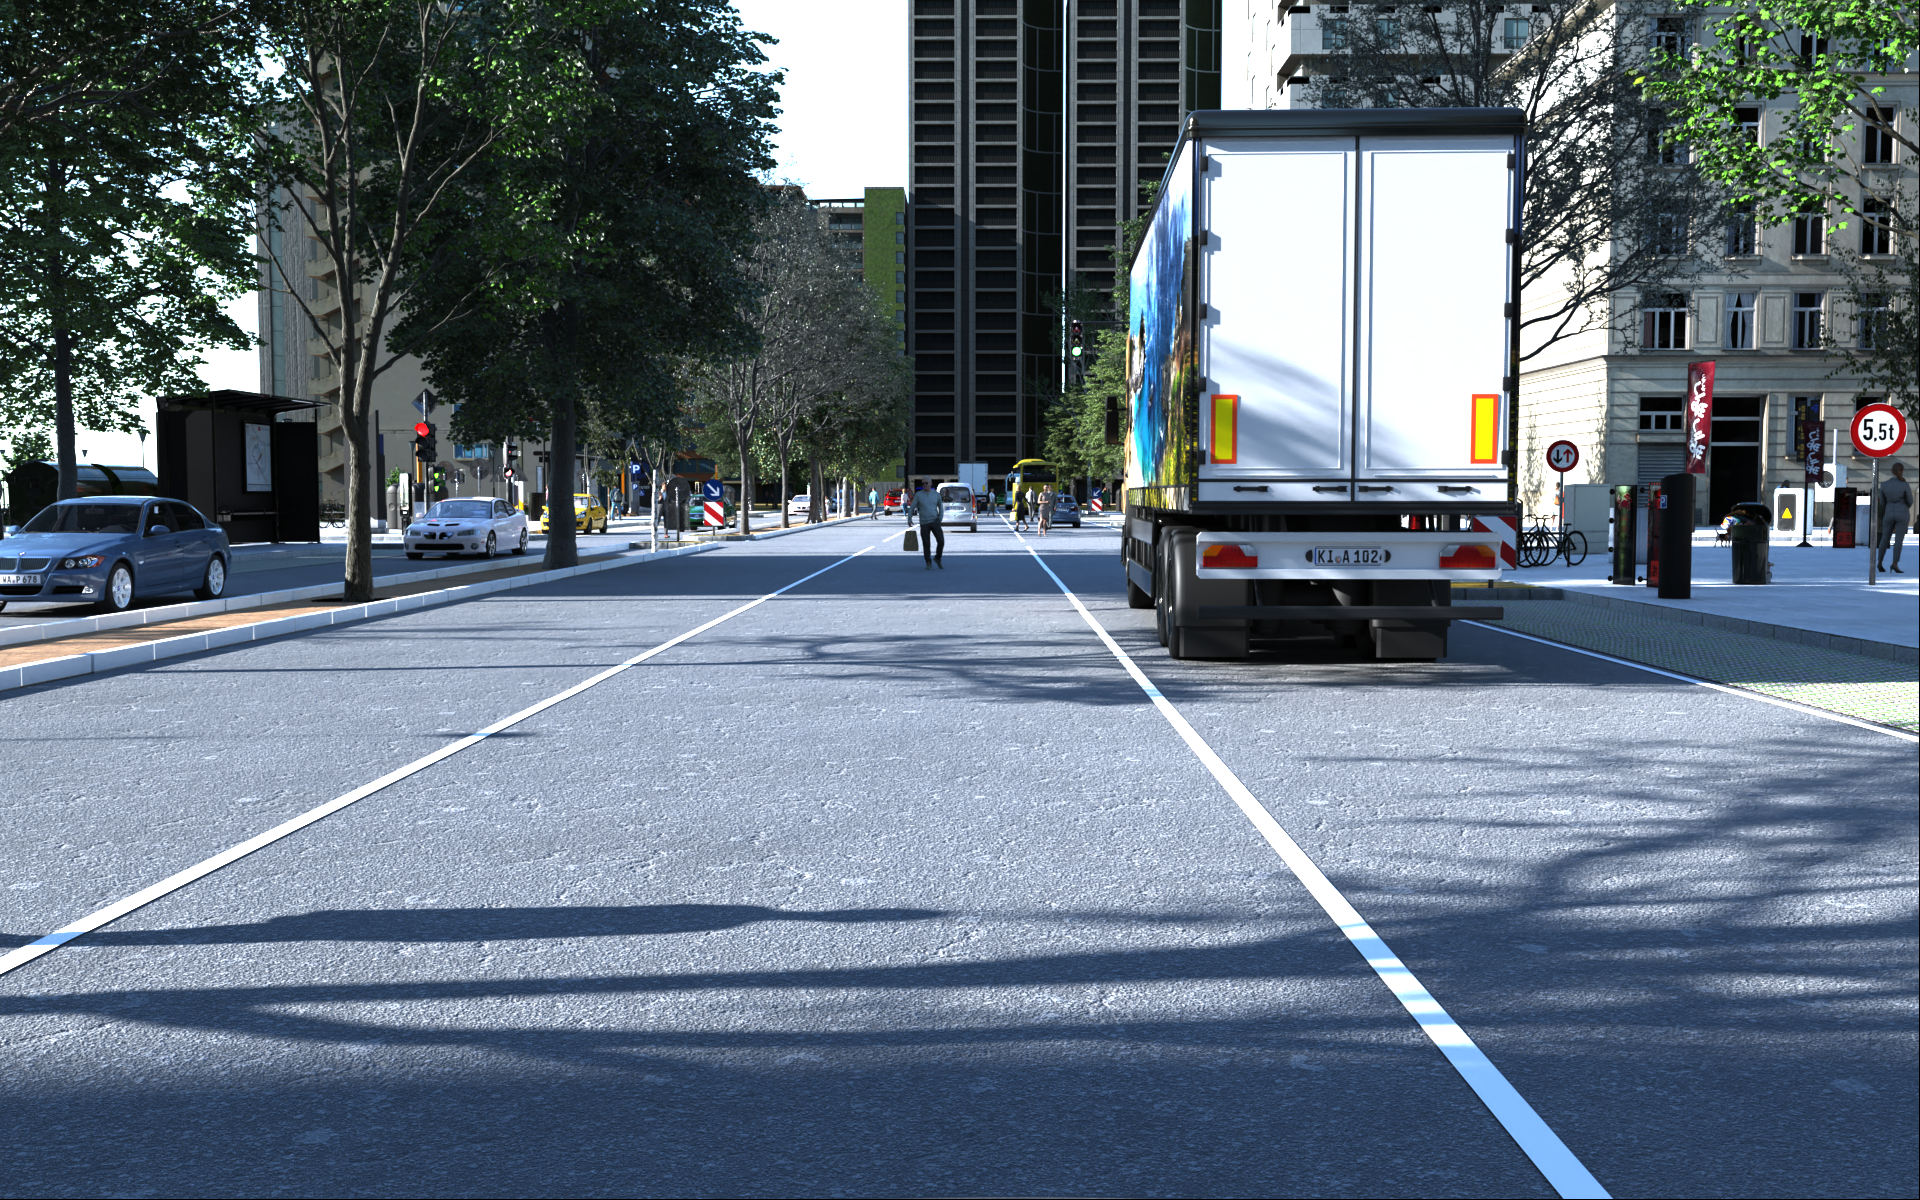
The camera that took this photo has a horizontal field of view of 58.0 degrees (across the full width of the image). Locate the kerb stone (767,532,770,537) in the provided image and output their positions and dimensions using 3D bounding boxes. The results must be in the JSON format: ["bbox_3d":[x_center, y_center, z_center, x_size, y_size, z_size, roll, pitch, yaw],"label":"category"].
[{"bbox_3d":[-6.445,-2.119,56.992,0.120,0.150,1.000,0,4,1],"label":"kerb stone"}]

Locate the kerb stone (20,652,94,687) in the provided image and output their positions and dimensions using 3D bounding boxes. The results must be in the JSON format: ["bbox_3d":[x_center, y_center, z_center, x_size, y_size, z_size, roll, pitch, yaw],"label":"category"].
[{"bbox_3d":[-7.012,0.541,13.348,0.120,0.150,1.000,0,4,1],"label":"kerb stone"}]

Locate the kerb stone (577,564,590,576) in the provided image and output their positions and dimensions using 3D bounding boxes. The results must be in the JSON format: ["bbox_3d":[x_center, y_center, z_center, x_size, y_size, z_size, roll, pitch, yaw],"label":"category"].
[{"bbox_3d":[-6.783,-0.519,30.754,0.120,0.150,1.000,0,4,1],"label":"kerb stone"}]

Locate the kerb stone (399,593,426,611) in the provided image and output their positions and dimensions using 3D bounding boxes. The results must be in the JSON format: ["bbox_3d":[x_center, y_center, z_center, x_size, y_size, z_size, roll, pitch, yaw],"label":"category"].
[{"bbox_3d":[-6.896,0.040,21.541,0.120,0.150,1.000,0,4,1],"label":"kerb stone"}]

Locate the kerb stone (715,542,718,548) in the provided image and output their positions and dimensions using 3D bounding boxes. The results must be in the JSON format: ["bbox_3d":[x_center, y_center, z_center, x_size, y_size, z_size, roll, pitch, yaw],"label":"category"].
[{"bbox_3d":[-6.578,-1.459,46.124,0.120,0.150,1.000,0,4,1],"label":"kerb stone"}]

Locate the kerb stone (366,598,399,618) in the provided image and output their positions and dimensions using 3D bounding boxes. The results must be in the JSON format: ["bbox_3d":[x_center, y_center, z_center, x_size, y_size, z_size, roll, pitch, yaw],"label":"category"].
[{"bbox_3d":[-6.910,0.103,20.519,0.120,0.150,1.000,0,4,1],"label":"kerb stone"}]

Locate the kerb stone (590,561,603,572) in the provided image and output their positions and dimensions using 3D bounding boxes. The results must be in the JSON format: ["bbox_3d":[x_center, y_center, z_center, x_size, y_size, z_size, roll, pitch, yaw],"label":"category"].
[{"bbox_3d":[-6.774,-0.586,31.779,0.120,0.150,1.000,0,4,1],"label":"kerb stone"}]

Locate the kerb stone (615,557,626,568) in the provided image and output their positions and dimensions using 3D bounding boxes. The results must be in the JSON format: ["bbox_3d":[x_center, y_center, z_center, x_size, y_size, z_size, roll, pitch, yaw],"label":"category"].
[{"bbox_3d":[-6.740,-0.711,33.826,0.120,0.150,1.000,0,4,1],"label":"kerb stone"}]

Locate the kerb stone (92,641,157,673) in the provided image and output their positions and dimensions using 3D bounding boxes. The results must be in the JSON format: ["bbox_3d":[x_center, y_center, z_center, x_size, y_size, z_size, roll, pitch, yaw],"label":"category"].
[{"bbox_3d":[-6.988,0.479,14.371,0.120,0.150,1.000,0,4,1],"label":"kerb stone"}]

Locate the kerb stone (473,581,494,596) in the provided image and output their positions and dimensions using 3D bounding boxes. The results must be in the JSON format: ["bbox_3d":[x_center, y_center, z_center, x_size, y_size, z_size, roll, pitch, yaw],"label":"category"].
[{"bbox_3d":[-6.865,-0.148,24.614,0.120,0.150,1.000,0,4,1],"label":"kerb stone"}]

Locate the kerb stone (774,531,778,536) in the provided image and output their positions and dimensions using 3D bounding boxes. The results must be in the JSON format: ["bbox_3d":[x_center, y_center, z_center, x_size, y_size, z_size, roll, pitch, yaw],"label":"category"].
[{"bbox_3d":[-6.408,-2.253,59.039,0.120,0.150,1.000,0,4,1],"label":"kerb stone"}]

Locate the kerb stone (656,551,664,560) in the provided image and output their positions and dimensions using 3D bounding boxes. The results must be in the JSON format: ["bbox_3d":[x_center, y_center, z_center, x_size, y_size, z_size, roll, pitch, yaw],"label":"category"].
[{"bbox_3d":[-6.682,-0.962,37.924,0.120,0.150,1.000,0,4,1],"label":"kerb stone"}]

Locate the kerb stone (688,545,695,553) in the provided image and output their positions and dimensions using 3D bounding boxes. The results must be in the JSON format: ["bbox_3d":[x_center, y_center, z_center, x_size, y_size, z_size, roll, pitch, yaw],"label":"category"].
[{"bbox_3d":[-6.631,-1.213,42.035,0.120,0.150,1.000,0,4,1],"label":"kerb stone"}]

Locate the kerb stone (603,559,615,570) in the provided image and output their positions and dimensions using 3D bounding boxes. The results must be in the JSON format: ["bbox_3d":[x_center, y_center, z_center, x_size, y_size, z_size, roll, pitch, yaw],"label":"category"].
[{"bbox_3d":[-6.753,-0.649,32.802,0.120,0.150,1.000,0,4,1],"label":"kerb stone"}]

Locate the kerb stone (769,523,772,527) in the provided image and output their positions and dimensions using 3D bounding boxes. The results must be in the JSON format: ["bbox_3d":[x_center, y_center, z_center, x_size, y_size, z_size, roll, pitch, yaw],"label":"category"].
[{"bbox_3d":[-8.321,-3.194,74.437,0.120,0.150,1.000,0,4,1],"label":"kerb stone"}]

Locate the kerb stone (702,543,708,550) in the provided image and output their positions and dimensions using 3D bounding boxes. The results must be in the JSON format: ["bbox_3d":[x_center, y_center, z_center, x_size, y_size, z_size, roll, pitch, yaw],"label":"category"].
[{"bbox_3d":[-6.607,-1.330,44.079,0.120,0.150,1.000,0,4,1],"label":"kerb stone"}]

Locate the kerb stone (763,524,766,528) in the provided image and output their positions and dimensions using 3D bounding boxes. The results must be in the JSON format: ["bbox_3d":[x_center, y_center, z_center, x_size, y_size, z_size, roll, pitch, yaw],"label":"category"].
[{"bbox_3d":[-8.334,-3.063,72.390,0.120,0.150,1.000,0,4,1],"label":"kerb stone"}]

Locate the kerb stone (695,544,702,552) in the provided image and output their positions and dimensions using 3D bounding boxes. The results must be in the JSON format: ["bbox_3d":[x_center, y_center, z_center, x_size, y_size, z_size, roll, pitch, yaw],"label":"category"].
[{"bbox_3d":[-6.630,-1.275,43.057,0.120,0.150,1.000,0,4,1],"label":"kerb stone"}]

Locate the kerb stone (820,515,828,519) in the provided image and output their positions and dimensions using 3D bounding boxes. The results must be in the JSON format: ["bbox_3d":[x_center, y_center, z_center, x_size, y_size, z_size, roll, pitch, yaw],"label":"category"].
[{"bbox_3d":[-7.963,-4.823,101.060,0.120,0.150,1.000,0,4,1],"label":"kerb stone"}]

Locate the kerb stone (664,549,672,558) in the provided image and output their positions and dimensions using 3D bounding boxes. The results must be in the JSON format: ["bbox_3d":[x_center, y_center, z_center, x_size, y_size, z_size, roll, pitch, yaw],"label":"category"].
[{"bbox_3d":[-6.678,-1.025,38.952,0.120,0.150,1.000,0,4,1],"label":"kerb stone"}]

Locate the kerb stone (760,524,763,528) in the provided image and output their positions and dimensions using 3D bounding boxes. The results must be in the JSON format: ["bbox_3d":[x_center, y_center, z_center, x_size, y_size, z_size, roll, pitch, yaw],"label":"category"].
[{"bbox_3d":[-8.353,-3.007,71.365,0.120,0.150,1.000,0,4,1],"label":"kerb stone"}]

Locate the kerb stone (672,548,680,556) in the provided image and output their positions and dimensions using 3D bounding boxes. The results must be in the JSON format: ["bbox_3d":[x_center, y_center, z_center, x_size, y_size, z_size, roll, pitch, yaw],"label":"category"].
[{"bbox_3d":[-6.660,-1.087,39.974,0.120,0.150,1.000,0,4,1],"label":"kerb stone"}]

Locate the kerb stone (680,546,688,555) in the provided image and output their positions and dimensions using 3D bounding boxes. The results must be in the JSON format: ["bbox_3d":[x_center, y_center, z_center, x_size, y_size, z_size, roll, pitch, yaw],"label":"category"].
[{"bbox_3d":[-6.643,-1.151,41.010,0.120,0.150,1.000,0,4,1],"label":"kerb stone"}]

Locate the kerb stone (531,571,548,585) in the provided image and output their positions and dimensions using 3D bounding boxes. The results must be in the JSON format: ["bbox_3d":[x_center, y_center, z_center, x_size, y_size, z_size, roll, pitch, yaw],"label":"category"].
[{"bbox_3d":[-6.817,-0.336,27.683,0.120,0.150,1.000,0,4,1],"label":"kerb stone"}]

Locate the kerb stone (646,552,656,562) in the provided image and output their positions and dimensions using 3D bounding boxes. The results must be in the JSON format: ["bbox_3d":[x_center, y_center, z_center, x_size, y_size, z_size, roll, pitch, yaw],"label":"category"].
[{"bbox_3d":[-6.697,-0.894,36.903,0.120,0.150,1.000,0,4,1],"label":"kerb stone"}]

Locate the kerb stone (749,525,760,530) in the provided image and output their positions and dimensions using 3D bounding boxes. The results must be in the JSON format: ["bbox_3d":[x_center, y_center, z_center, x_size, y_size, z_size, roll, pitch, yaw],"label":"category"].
[{"bbox_3d":[-8.365,-2.944,70.343,0.120,0.150,1.000,0,4,1],"label":"kerb stone"}]

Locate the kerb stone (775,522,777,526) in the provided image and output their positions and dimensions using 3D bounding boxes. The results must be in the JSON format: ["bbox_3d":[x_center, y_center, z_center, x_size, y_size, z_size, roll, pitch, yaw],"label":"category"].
[{"bbox_3d":[-8.293,-3.318,76.483,0.120,0.150,1.000,0,4,1],"label":"kerb stone"}]

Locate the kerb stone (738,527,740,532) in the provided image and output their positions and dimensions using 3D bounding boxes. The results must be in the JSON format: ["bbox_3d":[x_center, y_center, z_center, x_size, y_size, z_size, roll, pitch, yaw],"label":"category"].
[{"bbox_3d":[-8.438,-2.627,65.229,0.120,0.150,1.000,0,4,1],"label":"kerb stone"}]

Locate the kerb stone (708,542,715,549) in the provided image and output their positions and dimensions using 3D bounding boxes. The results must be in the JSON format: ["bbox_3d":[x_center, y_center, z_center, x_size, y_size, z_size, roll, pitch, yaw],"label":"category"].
[{"bbox_3d":[-6.594,-1.395,45.101,0.120,0.150,1.000,0,4,1],"label":"kerb stone"}]

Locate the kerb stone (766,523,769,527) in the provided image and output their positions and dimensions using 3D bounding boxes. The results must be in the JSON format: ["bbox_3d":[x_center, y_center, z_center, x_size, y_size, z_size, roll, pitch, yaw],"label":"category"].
[{"bbox_3d":[-8.331,-3.133,73.412,0.120,0.150,1.000,0,4,1],"label":"kerb stone"}]

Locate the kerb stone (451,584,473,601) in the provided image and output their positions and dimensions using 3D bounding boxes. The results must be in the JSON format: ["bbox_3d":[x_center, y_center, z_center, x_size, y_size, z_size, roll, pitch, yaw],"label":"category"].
[{"bbox_3d":[-6.873,-0.085,23.591,0.120,0.150,1.000,0,4,1],"label":"kerb stone"}]

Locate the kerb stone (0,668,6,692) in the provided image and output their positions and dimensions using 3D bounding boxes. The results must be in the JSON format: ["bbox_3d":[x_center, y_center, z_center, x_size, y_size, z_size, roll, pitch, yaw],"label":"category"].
[{"bbox_3d":[-7.019,0.607,12.326,0.120,0.150,1.000,0,4,1],"label":"kerb stone"}]

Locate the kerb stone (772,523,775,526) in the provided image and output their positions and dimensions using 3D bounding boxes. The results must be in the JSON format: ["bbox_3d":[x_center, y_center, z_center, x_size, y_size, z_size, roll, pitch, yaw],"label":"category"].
[{"bbox_3d":[-8.299,-3.257,75.459,0.120,0.150,1.000,0,4,1],"label":"kerb stone"}]

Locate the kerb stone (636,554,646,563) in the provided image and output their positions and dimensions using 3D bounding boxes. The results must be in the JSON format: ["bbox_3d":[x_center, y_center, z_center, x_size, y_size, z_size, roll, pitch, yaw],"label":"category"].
[{"bbox_3d":[-6.718,-0.837,35.879,0.120,0.150,1.000,0,4,1],"label":"kerb stone"}]

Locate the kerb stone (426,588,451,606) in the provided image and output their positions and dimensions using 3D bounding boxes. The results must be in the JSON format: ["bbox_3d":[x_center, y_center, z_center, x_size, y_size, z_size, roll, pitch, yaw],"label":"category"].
[{"bbox_3d":[-6.885,-0.022,22.563,0.120,0.150,1.000,0,4,1],"label":"kerb stone"}]

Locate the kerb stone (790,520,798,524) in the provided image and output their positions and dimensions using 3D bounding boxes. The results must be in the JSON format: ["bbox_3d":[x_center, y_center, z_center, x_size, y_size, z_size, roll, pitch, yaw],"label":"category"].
[{"bbox_3d":[-8.179,-3.821,84.663,0.120,0.150,1.000,0,4,1],"label":"kerb stone"}]

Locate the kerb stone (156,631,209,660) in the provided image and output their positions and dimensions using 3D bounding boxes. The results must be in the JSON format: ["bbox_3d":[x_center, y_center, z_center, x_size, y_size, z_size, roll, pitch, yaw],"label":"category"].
[{"bbox_3d":[-6.978,0.416,15.393,0.120,0.150,1.000,0,4,1],"label":"kerb stone"}]

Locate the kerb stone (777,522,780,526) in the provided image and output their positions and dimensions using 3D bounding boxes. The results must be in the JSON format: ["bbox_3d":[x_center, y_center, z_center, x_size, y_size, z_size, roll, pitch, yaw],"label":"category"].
[{"bbox_3d":[-8.272,-3.382,77.505,0.120,0.150,1.000,0,4,1],"label":"kerb stone"}]

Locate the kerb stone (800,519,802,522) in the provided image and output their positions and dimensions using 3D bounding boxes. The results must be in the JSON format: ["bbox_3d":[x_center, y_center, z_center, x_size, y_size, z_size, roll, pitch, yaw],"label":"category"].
[{"bbox_3d":[-8.166,-3.942,86.708,0.120,0.150,1.000,0,4,1],"label":"kerb stone"}]

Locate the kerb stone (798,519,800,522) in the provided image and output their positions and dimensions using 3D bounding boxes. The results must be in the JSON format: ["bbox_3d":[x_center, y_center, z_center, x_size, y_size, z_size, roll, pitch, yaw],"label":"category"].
[{"bbox_3d":[-8.173,-3.883,85.686,0.120,0.150,1.000,0,4,1],"label":"kerb stone"}]

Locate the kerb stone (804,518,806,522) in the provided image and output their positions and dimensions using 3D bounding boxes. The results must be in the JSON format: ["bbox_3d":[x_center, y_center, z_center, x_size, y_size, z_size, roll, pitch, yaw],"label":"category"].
[{"bbox_3d":[-8.127,-4.068,88.752,0.120,0.150,1.000,0,4,1],"label":"kerb stone"}]

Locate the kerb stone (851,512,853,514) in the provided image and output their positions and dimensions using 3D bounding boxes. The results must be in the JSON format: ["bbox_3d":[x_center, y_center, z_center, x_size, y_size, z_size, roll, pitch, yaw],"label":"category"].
[{"bbox_3d":[-7.665,-6.264,124.683,0.120,0.150,1.000,0,4,1],"label":"kerb stone"}]

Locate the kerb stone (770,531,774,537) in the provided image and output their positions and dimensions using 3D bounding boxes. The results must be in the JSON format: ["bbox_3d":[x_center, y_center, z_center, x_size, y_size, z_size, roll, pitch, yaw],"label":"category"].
[{"bbox_3d":[-6.428,-2.191,58.013,0.120,0.150,1.000,0,4,1],"label":"kerb stone"}]

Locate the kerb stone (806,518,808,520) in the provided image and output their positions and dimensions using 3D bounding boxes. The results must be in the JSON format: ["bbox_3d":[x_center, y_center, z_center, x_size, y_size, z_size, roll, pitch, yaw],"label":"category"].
[{"bbox_3d":[-8.107,-4.127,89.781,0.120,0.150,1.000,0,4,1],"label":"kerb stone"}]

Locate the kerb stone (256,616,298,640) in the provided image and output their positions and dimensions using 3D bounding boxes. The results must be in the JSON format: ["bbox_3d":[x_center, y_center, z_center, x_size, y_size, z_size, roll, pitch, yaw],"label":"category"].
[{"bbox_3d":[-6.955,0.291,17.438,0.120,0.150,1.000,0,4,1],"label":"kerb stone"}]

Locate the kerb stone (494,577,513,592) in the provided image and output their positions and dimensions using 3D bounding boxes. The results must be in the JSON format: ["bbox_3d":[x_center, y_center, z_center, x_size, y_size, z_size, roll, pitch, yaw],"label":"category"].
[{"bbox_3d":[-6.854,-0.210,25.635,0.120,0.150,1.000,0,4,1],"label":"kerb stone"}]

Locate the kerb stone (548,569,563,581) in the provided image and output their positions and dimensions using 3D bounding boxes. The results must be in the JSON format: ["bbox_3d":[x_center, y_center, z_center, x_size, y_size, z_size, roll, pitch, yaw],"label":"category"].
[{"bbox_3d":[-6.801,-0.398,28.706,0.120,0.150,1.000,0,4,1],"label":"kerb stone"}]

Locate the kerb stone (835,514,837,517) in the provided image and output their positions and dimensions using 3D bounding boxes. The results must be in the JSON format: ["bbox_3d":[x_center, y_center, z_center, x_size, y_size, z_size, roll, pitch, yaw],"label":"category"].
[{"bbox_3d":[-7.888,-5.198,107.232,0.120,0.150,1.000,0,4,1],"label":"kerb stone"}]

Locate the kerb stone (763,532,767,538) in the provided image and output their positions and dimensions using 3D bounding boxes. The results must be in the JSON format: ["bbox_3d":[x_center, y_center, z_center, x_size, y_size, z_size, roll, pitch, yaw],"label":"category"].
[{"bbox_3d":[-6.449,-2.064,55.962,0.120,0.150,1.000,0,4,1],"label":"kerb stone"}]

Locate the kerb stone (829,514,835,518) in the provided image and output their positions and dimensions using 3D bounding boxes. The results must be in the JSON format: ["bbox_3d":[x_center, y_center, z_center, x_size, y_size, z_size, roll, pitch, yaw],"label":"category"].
[{"bbox_3d":[-7.901,-5.138,106.204,0.120,0.150,1.000,0,4,1],"label":"kerb stone"}]

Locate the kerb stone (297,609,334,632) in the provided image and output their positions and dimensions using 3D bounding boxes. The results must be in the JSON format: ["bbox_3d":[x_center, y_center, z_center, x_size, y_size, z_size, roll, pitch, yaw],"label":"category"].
[{"bbox_3d":[-6.943,0.228,18.460,0.120,0.150,1.000,0,4,1],"label":"kerb stone"}]

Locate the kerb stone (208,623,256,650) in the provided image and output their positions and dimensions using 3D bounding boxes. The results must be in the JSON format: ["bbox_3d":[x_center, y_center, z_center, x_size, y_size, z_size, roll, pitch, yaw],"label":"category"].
[{"bbox_3d":[-6.971,0.353,16.417,0.120,0.150,1.000,0,4,1],"label":"kerb stone"}]

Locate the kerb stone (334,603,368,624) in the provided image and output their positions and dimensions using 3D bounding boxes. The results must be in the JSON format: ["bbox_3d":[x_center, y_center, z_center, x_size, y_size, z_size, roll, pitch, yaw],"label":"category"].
[{"bbox_3d":[-6.926,0.170,19.482,0.120,0.150,1.000,0,4,1],"label":"kerb stone"}]

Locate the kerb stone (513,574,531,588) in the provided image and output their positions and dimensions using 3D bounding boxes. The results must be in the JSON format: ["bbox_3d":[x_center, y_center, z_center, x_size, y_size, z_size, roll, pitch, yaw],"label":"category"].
[{"bbox_3d":[-6.835,-0.271,26.658,0.120,0.150,1.000,0,4,1],"label":"kerb stone"}]

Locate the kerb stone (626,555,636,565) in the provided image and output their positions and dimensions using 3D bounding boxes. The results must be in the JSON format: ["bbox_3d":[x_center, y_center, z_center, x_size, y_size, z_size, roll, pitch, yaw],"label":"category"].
[{"bbox_3d":[-6.732,-0.773,34.852,0.120,0.150,1.000,0,4,1],"label":"kerb stone"}]

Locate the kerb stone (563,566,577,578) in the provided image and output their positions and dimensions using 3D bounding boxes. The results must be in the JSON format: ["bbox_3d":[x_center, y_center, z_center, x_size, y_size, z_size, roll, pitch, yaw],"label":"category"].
[{"bbox_3d":[-6.802,-0.457,29.732,0.120,0.150,1.000,0,4,1],"label":"kerb stone"}]

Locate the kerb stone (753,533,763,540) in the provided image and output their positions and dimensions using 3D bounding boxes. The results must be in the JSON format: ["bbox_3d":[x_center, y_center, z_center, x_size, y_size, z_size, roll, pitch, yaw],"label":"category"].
[{"bbox_3d":[-6.468,-2.003,54.937,0.120,0.150,1.000,0,4,1],"label":"kerb stone"}]

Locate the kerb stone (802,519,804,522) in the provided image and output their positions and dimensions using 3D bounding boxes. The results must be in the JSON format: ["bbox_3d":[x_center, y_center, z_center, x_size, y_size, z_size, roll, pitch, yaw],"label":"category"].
[{"bbox_3d":[-8.142,-4.007,87.730,0.120,0.150,1.000,0,4,1],"label":"kerb stone"}]
